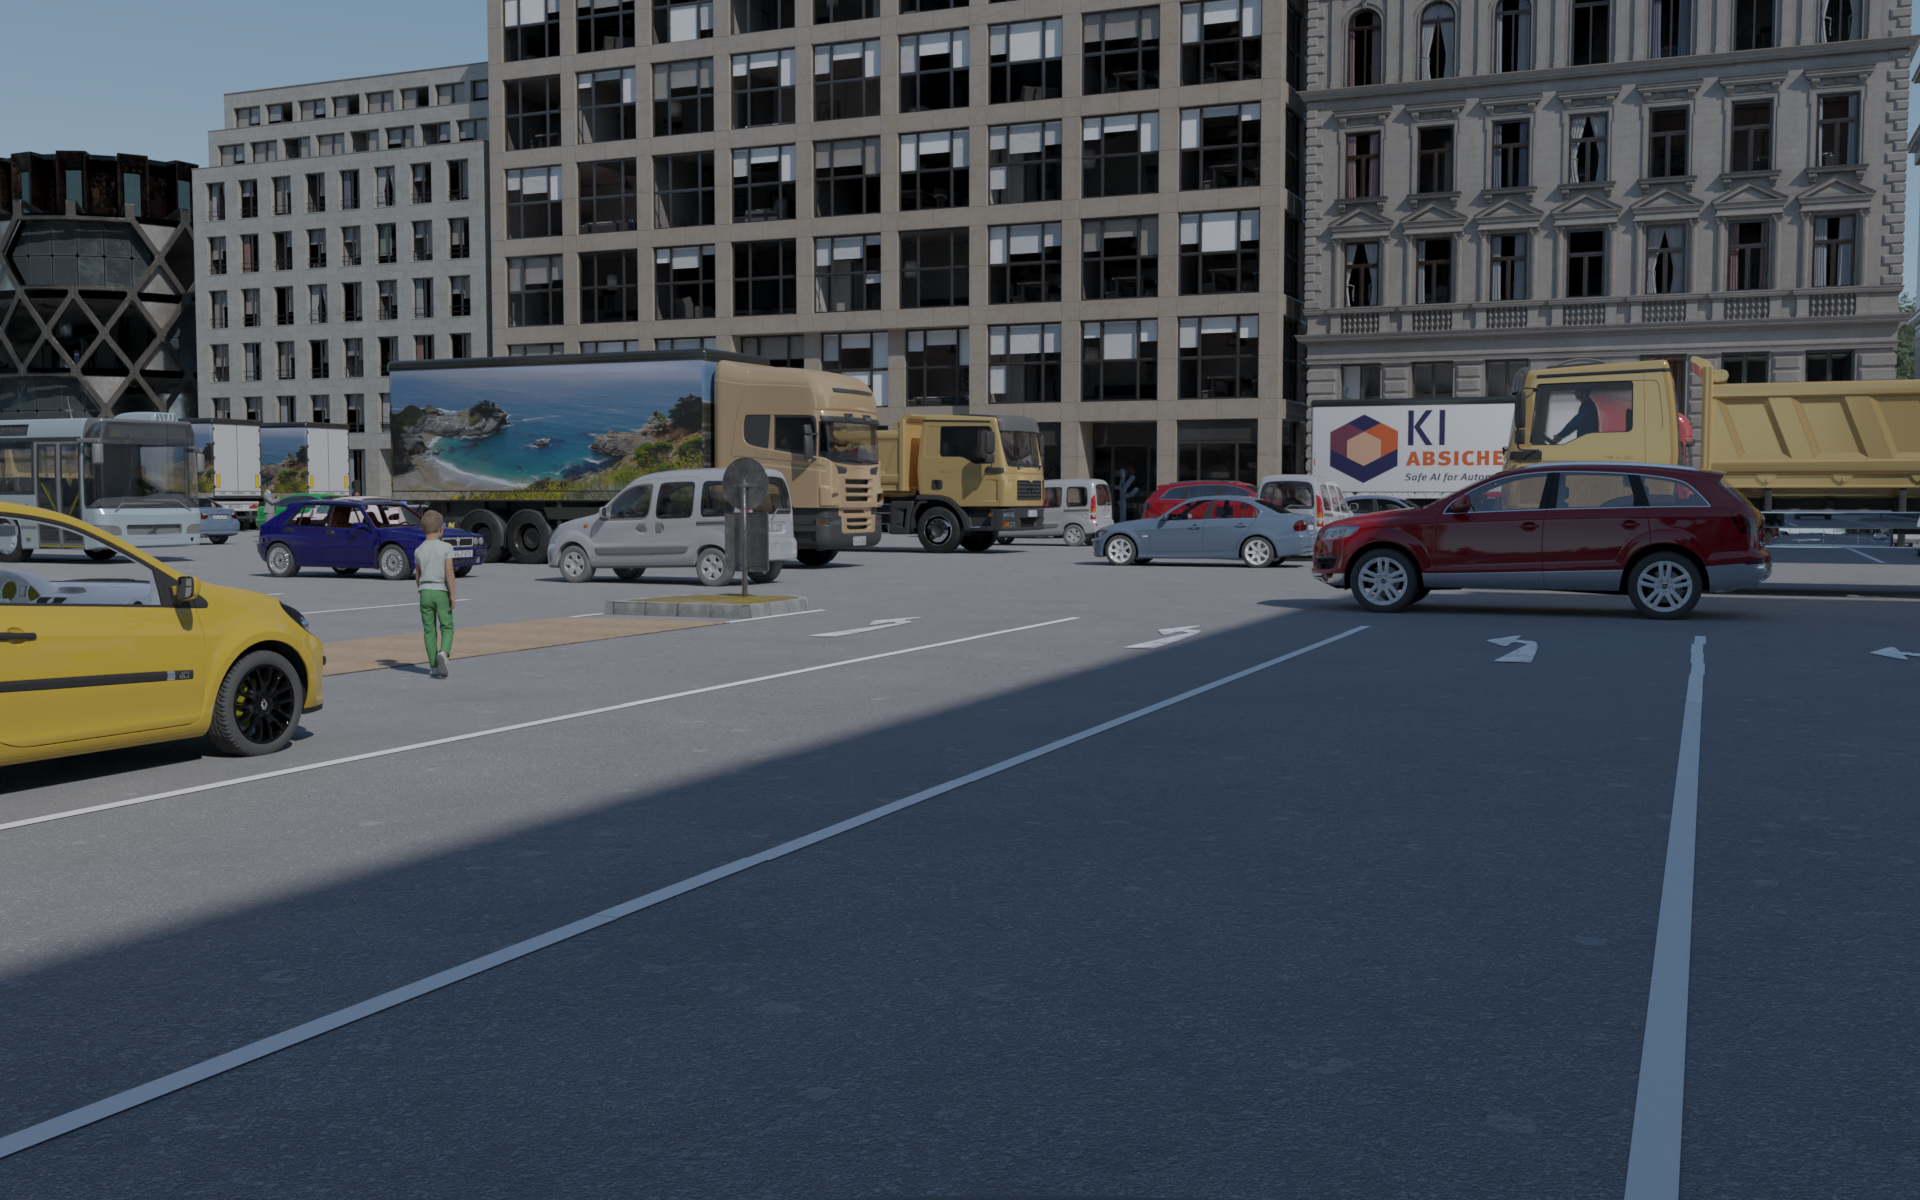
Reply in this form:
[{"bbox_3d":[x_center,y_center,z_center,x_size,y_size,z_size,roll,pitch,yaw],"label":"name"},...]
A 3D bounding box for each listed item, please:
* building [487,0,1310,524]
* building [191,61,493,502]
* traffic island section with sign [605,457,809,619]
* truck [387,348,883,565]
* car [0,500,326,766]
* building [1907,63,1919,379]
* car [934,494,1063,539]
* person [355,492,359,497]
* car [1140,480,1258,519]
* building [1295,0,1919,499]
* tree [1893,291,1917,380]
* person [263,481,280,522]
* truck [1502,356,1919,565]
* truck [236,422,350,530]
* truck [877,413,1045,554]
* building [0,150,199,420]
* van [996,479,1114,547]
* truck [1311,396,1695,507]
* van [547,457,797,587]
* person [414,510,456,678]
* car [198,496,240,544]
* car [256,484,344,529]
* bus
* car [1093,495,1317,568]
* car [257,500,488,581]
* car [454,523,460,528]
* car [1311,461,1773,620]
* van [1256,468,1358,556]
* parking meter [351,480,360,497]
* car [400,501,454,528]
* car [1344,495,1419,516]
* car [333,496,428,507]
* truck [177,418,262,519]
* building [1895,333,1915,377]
[{"bbox_3d":[-0.608,-16.599,75.917,34.151,26.468,19.350,2,4,23],"label":"building"},{"bbox_3d":[-26.094,-13.942,82.705,16.860,20.320,10.420,2,4,23],"label":"building"},{"bbox_3d":[-2.922,-0.792,21.086,2.006,1.907,1.989,2,4,23],"label":"traffic island section with sign"},{"bbox_3d":[-6.442,-2.839,35.325,11.283,4.237,2.839,2,4,24],"label":"truck"},{"bbox_3d":[-5.029,0.093,8.697,2.015,1.641,3.980,1,4,23],"label":"car"},{"bbox_3d":[44.008,-13.018,54.645,24.055,21.916,13.314,2,4,23],"label":"building"},{"bbox_3d":[1.424,-2.957,57.017,5.304,1.827,2.281,2,4,24],"label":"car"},{"bbox_3d":[-22.830,-3.342,65.828,0.574,1.496,0.600,3,4,39],"label":"person"},{"bbox_3d":[7.700,-2.433,48.452,5.304,1.827,2.281,2,4,23],"label":"car"},{"bbox_3d":[22.578,-14.226,61.478,19.941,23.489,11.050,2,4,23],"label":"building"},{"bbox_3d":[57.158,-12.236,106.706,9.857,13.997,8.962,0,3,0],"label":"tree"},{"bbox_3d":[-20.238,-2.585,50.945,0.466,1.800,0.511,-1,4,-19],"label":"person"},{"bbox_3d":[12.089,-1.783,25.076,9.791,3.379,3.469,2,4,23],"label":"truck"},{"bbox_3d":[-30.068,-4.983,70.387,11.283,4.237,2.839,1,4,22],"label":"truck"},{"bbox_3d":[-1.942,-2.911,43.519,9.791,3.379,3.469,2,4,25],"label":"truck"},{"bbox_3d":[-45.984,-13.905,94.798,16.811,18.784,16.820,2,4,23],"label":"building"},{"bbox_3d":[2.183,-2.532,48.409,4.112,2.044,2.013,2,4,24],"label":"van"},{"bbox_3d":[16.080,-3.774,50.614,11.283,4.237,2.839,1,4,22],"label":"truck"},{"bbox_3d":[-4.719,-1.286,28.040,4.112,2.044,2.013,2,4,25],"label":"van"},{"bbox_3d":[-4.101,-0.049,13.546,0.306,1.304,0.590,-1,4,-18],"label":"person"},{"bbox_3d":[-22.764,-2.300,49.603,4.499,1.417,2.014,2,4,24],"label":"car"},{"bbox_3d":[-21.153,-2.984,57.581,4.718,1.807,1.959,1,4,22],"label":"car"},{"bbox_3d":[-21.867,-2.650,38.195,13.247,3.499,2.948,2,4,25],"label":"bus"},{"bbox_3d":[4.881,-1.386,34.662,4.499,1.417,2.014,1,4,22],"label":"car"},{"bbox_3d":[-10.137,-1.058,29.878,3.894,1.354,1.945,2,4,24],"label":"car"},{"bbox_3d":[-13.526,-2.650,53.119,4.222,1.686,2.009,2,4,25],"label":"car"},{"bbox_3d":[6.980,-0.760,21.104,5.304,1.827,2.281,1,4,22],"label":"car"},{"bbox_3d":[7.715,-1.925,38.487,2.013,2.044,4.112,2,4,24],"label":"van"},{"bbox_3d":[-25.281,-4.085,72.501,0.255,1.863,0.399,-3,5,-41],"label":"parking meter"},{"bbox_3d":[-18.592,-3.227,62.353,3.694,1.707,1.945,1,4,23],"label":"car"},{"bbox_3d":[10.659,-1.883,42.790,4.499,1.417,2.014,1,4,22],"label":"car"},{"bbox_3d":[-17.401,-2.278,49.608,4.827,1.381,2.083,1,4,23],"label":"car"},{"bbox_3d":[-32.139,-4.764,66.803,11.283,4.237,2.839,1,4,22],"label":"truck"},{"bbox_3d":[124.592,-21.746,200.586,28.899,21.520,27.650,2,4,23],"label":"building"}]
